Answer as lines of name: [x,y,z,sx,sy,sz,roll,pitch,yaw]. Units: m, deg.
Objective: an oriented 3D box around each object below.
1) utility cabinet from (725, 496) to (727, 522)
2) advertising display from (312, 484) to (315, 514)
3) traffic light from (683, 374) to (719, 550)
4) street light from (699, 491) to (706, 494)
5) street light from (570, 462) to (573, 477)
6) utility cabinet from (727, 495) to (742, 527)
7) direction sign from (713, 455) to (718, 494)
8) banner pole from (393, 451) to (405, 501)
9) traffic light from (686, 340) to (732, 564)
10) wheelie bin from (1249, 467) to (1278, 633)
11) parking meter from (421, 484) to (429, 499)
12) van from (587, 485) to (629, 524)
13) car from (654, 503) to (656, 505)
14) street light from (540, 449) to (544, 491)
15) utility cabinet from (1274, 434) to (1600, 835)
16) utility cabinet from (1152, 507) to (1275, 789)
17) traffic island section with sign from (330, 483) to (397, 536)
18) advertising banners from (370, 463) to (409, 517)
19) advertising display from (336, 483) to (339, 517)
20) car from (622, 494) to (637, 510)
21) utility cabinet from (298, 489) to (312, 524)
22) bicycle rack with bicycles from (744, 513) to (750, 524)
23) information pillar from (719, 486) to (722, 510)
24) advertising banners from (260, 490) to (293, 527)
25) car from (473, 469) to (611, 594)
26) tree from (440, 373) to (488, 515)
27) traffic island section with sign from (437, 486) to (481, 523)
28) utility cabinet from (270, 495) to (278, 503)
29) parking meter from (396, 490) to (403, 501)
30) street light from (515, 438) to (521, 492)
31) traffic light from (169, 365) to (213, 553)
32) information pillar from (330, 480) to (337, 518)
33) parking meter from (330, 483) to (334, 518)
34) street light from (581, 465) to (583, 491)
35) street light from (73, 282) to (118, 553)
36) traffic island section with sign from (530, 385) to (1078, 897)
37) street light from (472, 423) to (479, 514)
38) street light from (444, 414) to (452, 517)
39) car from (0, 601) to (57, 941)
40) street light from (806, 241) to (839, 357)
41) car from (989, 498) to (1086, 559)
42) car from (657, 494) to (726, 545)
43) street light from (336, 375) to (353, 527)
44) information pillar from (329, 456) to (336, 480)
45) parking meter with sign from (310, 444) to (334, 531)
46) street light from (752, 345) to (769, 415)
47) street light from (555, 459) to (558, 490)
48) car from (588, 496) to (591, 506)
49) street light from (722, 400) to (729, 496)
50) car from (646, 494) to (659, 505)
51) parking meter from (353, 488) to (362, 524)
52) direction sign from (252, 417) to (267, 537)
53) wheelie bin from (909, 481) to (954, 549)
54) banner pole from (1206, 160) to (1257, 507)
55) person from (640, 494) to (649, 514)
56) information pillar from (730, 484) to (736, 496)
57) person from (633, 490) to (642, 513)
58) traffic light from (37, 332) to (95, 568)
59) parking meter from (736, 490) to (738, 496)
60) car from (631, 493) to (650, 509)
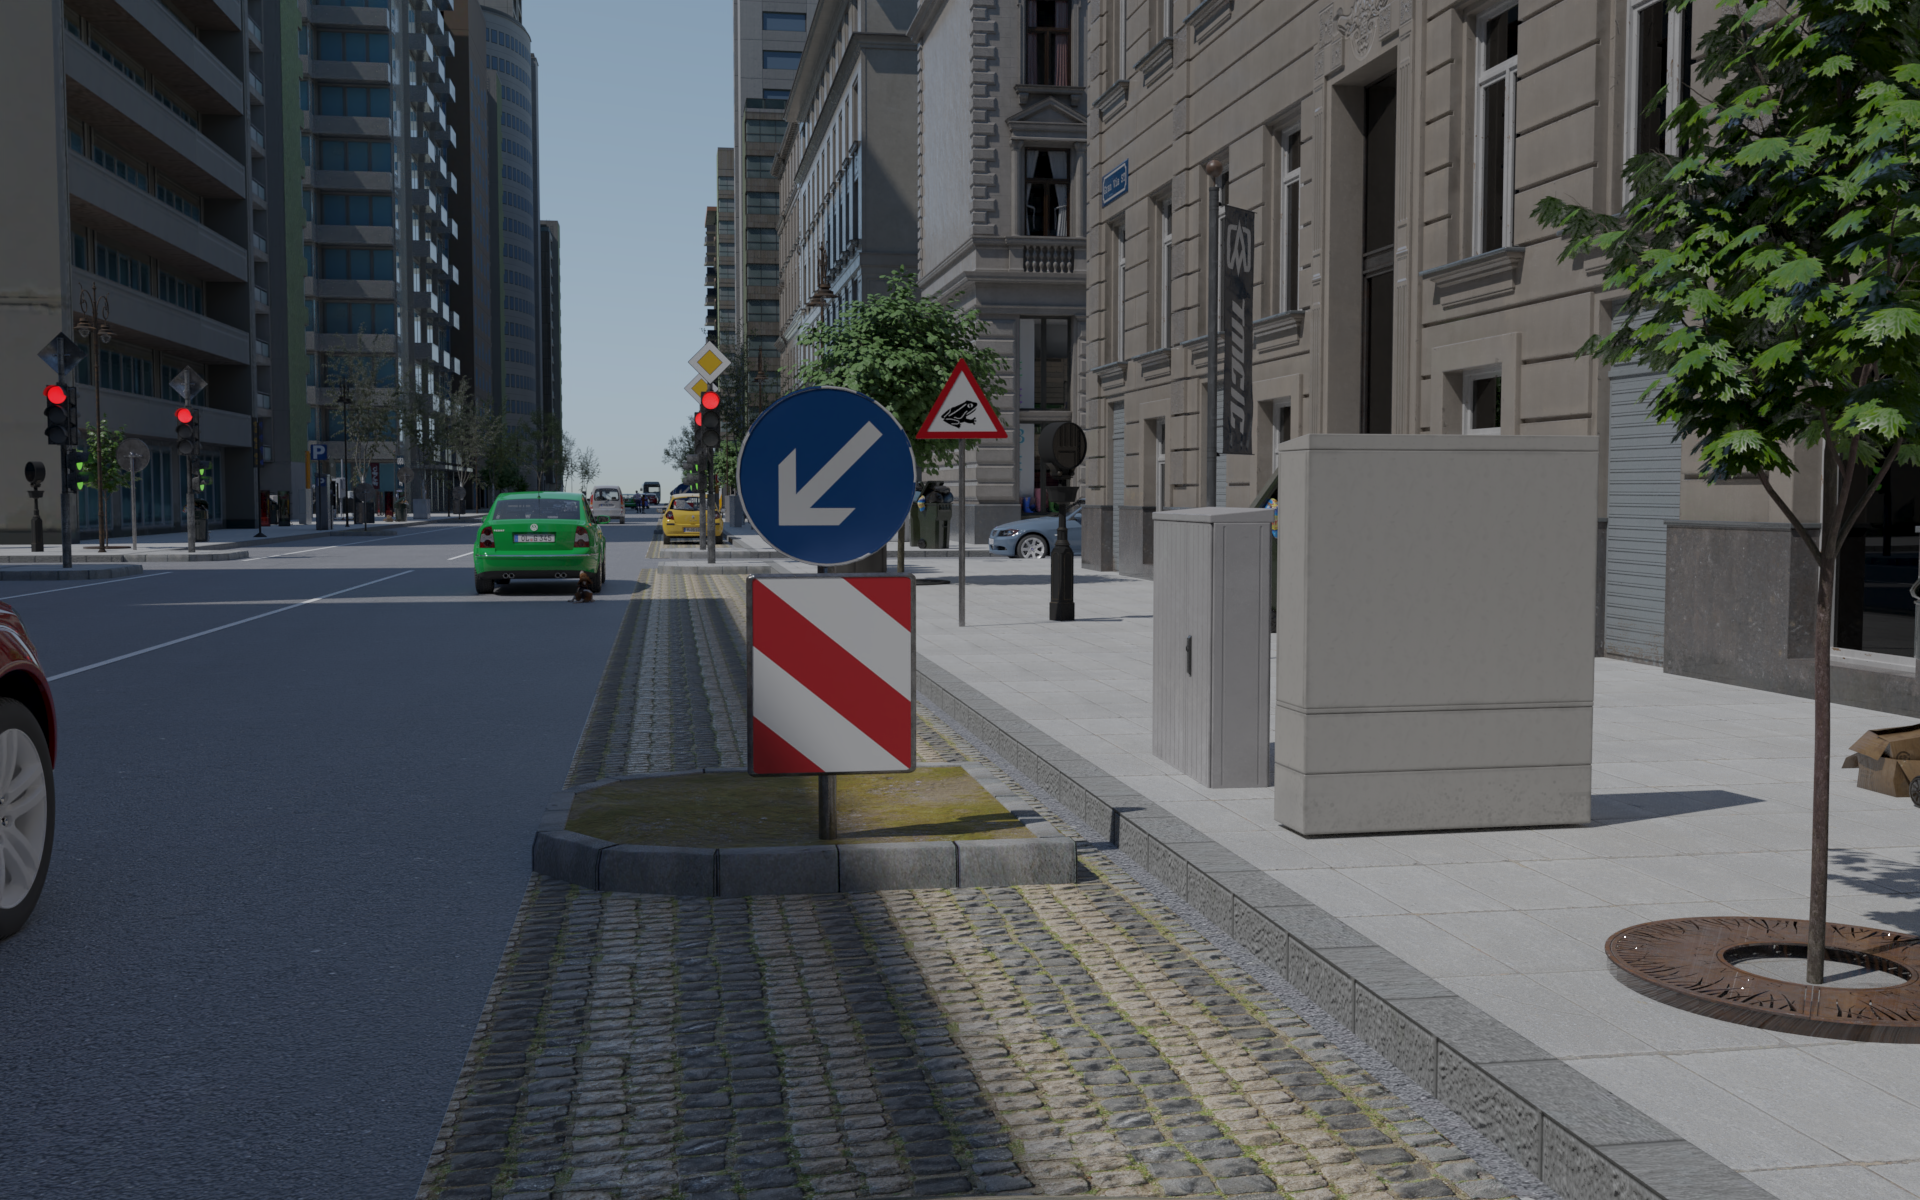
utility cabinet: [-10.788,-4.254,80.707,0.306,1.237,1.020,0,4,-4]
advertising display: [-41.063,-6.399,109.834,0.123,1.923,0.974,0,4,-4]
traffic light: [-5.933,-3.108,39.733,0.839,4.253,0.868,-1,4,-10]
street light: [-19.058,-9.579,129.403,0.468,5.910,1.993,-1,4,-10]
street light: [-50.392,-15.416,224.841,0.468,5.910,1.993,-1,4,-10]
utility cabinet: [-8.714,-3.433,67.295,0.306,1.237,1.020,-1,4,-19]
direction sign: [-13.559,-6.345,95.742,0.379,3.537,0.876,-3,4,-37]
banner pole: [-32.271,-6.699,99.541,0.863,3.779,0.401,1,4,17]
traffic light: [-4.605,-2.626,31.859,0.839,4.253,0.868,-1,4,-10]
wheelie bin: [3.041,-0.509,16.224,0.693,1.594,0.980,0,4,5]
parking meter: [-31.425,-5.873,101.731,0.399,1.863,0.255,0,4,1]
van: [-17.027,-4.686,83.626,2.013,2.044,4.112,-1,4,-11]
car: [-41.941,-13.578,234.006,2.014,1.417,4.499,-1,4,-9]
street light: [-41.916,-12.303,173.948,0.468,5.910,1.993,-1,4,-10]
utility cabinet: [1.816,0.125,6.639,1.173,1.500,0.318,-1,4,-11]
utility cabinet: [1.144,0.192,8.021,0.306,1.237,1.020,0,4,-8]
traffic island section with sign: [-20.571,-3.133,59.857,1.989,1.847,2.006,-1,4,-10]
advertising banners: [-31.704,-6.117,96.204,2.074,3.025,0.090,0,4,-5]
advertising display: [-35.275,-5.654,97.654,0.123,1.923,0.974,-3,5,-42]
car: [-30.031,-9.042,156.638,1.959,1.807,4.718,-1,4,-10]
utility cabinet: [-27.587,-3.929,72.915,0.318,1.500,1.173,-1,4,-10]
bicycle rack with bicycles: [-8.183,-3.786,75.276,2.852,0.926,2.925,-1,4,-17]
information pillar: [-15.834,-7.542,114.670,0.183,3.616,0.504,-2,4,-25]
advertising banners: [-27.399,-4.403,68.172,2.074,3.025,0.090,-2,4,-29]
car: [-6.336,-1.076,26.394,1.959,1.807,4.718,-1,4,-10]
tree: [-28.094,-8.611,91.160,4.360,8.622,3.978,0,3,0]
traffic island section with sign: [-25.186,-4.804,87.181,1.989,1.847,2.006,-1,4,-10]
utility cabinet: [-31.249,-4.094,78.102,1.020,1.237,0.306,1,4,22]
parking meter: [-34.644,-6.034,107.064,0.372,1.533,0.369,0,3,0]
street light: [-36.782,-10.478,144.110,0.468,5.910,1.993,-1,4,-10]
traffic light: [-16.838,-2.995,37.886,0.839,4.253,0.868,-1,4,-10]
information pillar: [-33.935,-5.457,93.710,0.304,2.012,0.304,-2,4,-33]
parking meter: [-31.539,-4.946,86.576,0.255,1.863,0.399,1,4,22]
street light: [-55.535,-17.243,254.701,0.468,5.910,1.993,-1,4,-10]
street light: [-18.845,-3.981,37.873,0.468,5.910,1.993,-1,4,-10]
traffic island section with sign: [-0.712,0.094,7.096,1.989,1.847,2.006,-1,4,-10]
street light: [-31.629,-8.593,113.283,0.468,5.910,1.993,-1,4,-10]
street light: [-28.970,-7.658,97.998,0.468,5.910,1.993,-1,4,-10]
car: [-3.820,0.298,3.808,2.281,1.827,5.304,0,4,-8]
street light: [-2.525,-3.612,31.840,0.468,5.910,1.993,-1,4,-10]
car: [2.842,-1.488,36.336,4.499,1.417,2.014,0,4,-8]
car: [-7.769,-2.446,50.222,2.015,1.641,3.980,-1,4,-10]
street light: [-23.912,-5.788,67.418,0.468,5.910,1.993,-1,4,-10]
information pillar: [-38.813,-7.085,107.192,0.183,3.616,0.504,1,4,22]
parking meter with sign: [-22.670,-4.000,61.666,0.543,3.016,1.738,-1,4,-12]
street light: [-6.212,-4.964,53.949,0.468,5.910,1.993,-1,4,-10]
street light: [-45.497,-13.607,195.267,0.468,5.910,1.993,-1,4,-10]
car: [-35.790,-9.831,170.954,2.015,1.641,3.980,-1,4,-9]
street light: [-11.316,-6.813,84.180,0.468,5.910,1.993,-1,4,-10]
car: [-40.718,-13.397,228.082,2.155,1.783,4.494,0,4,-8]
parking meter: [-25.631,-3.995,73.735,0.372,1.533,0.369,0,3,0]
direction sign: [-20.831,-3.636,51.452,0.379,3.537,0.876,0,4,-5]
wheelie bin: [-0.554,-1.997,40.557,0.693,1.594,0.980,3,4,36]
banner pole: [2.051,-1.423,13.278,0.401,3.779,0.863,3,4,38]
person: [-23.250,-7.066,127.291,0.557,1.426,1.065,-3,5,-44]
information pillar: [-13.922,-6.220,106.196,0.304,2.012,0.304,0,4,1]
person: [-24.566,-7.489,131.879,0.756,1.711,0.436,-1,4,-21]
traffic light: [-15.511,-2.513,30.012,0.839,4.253,0.868,-1,4,-10]
parking meter: [-14.604,-6.537,112.586,0.399,1.863,0.255,-3,4,-37]
car: [-31.141,-9.729,168.656,1.945,1.707,3.694,0,4,-8]
